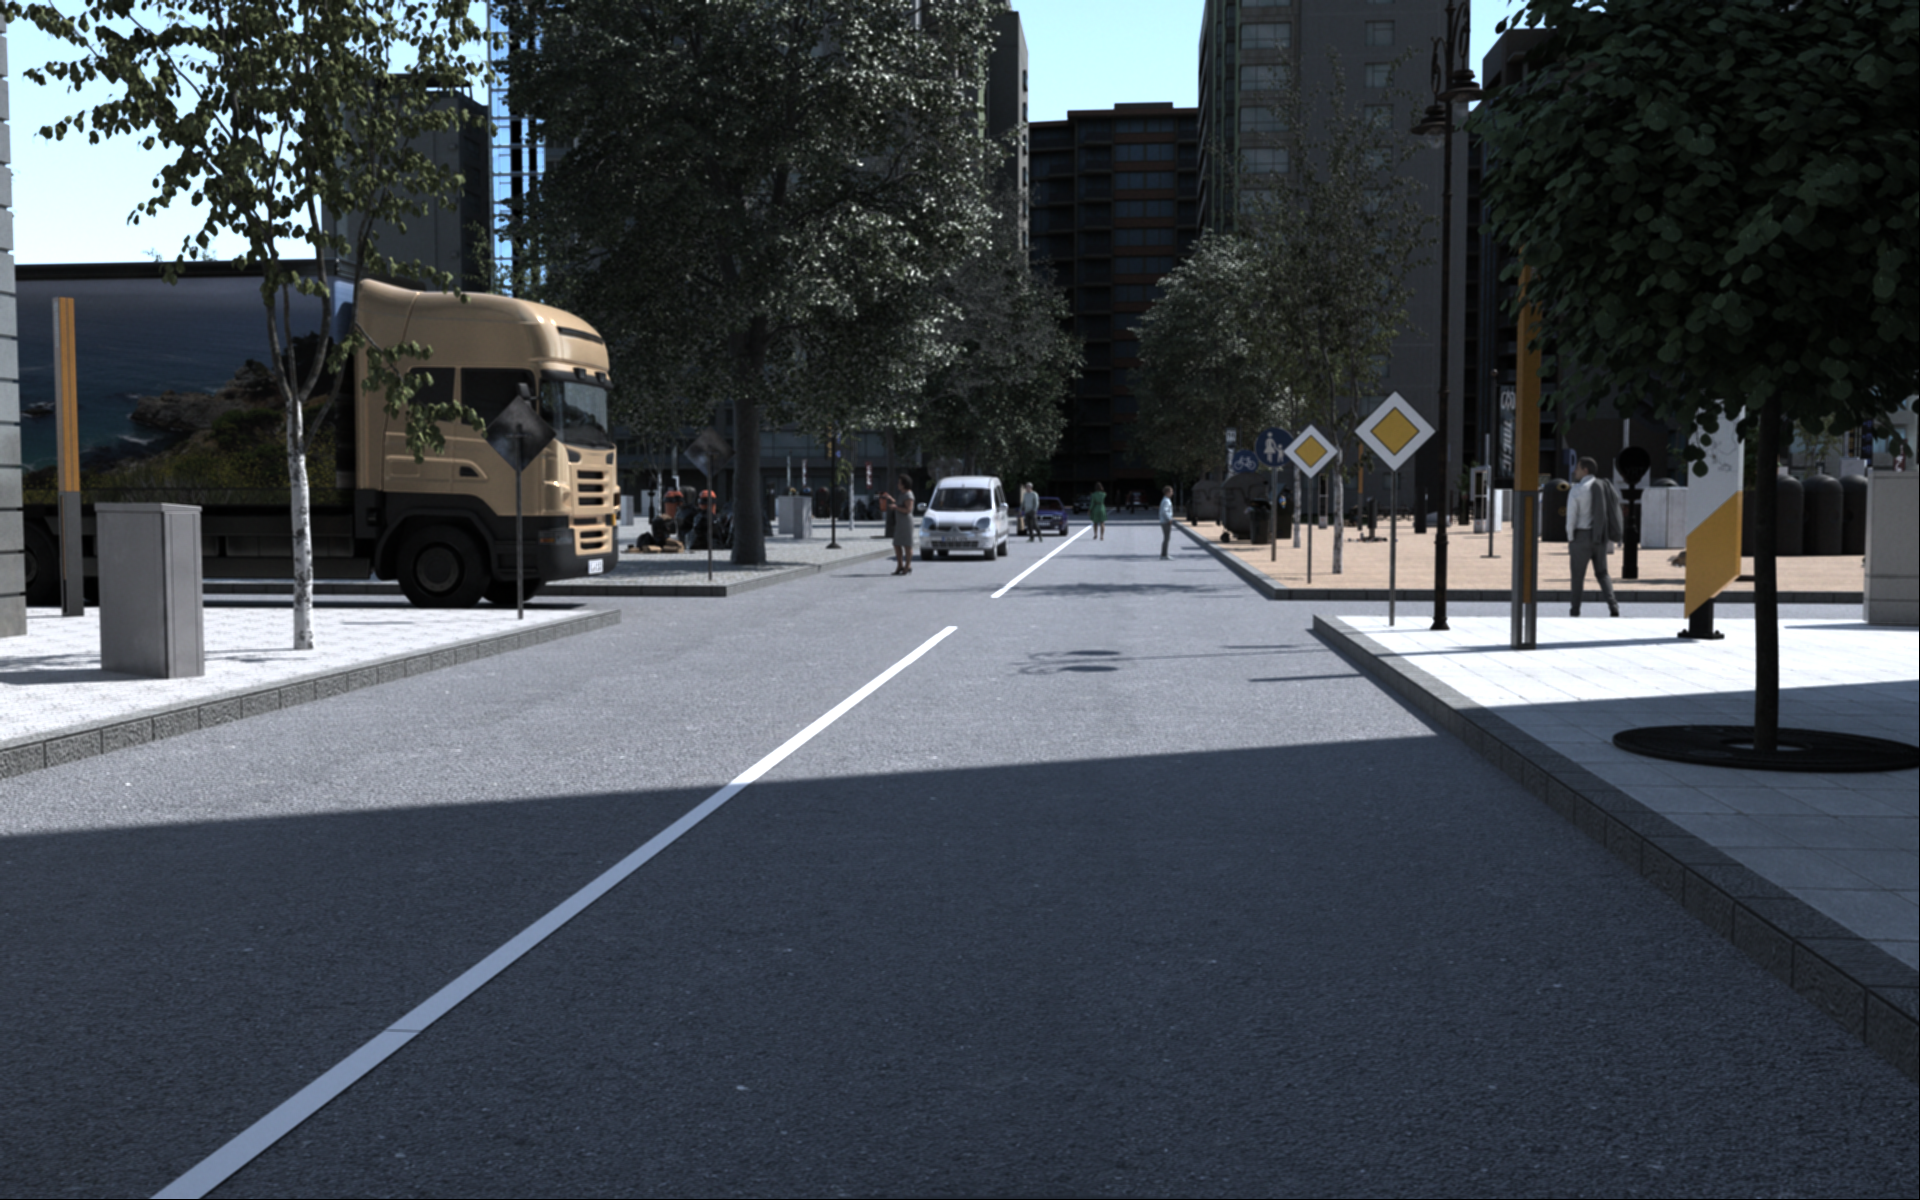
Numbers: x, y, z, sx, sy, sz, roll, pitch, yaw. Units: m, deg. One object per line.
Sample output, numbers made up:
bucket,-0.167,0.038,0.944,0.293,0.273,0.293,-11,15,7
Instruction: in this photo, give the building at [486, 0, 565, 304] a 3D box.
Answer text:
building,-30.982,-52.062,163.886,31.000,86.520,22.319,0,4,6

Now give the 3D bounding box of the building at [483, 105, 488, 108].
building,-54.525,-33.610,199.642,14.200,45.320,14.600,0,4,6

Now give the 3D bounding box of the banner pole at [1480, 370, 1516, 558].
banner pole,10.953,-2.754,35.047,0.863,3.779,0.401,-2,4,-25

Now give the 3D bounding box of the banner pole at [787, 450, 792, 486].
banner pole,-9.696,-6.637,98.529,0.401,3.779,0.863,-1,4,-22

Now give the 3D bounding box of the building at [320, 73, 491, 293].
building,-53.413,-29.846,171.571,14.086,41.232,14.154,0,4,6

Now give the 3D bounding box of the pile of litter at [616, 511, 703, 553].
pile of litter,-6.517,-1.456,37.772,1.719,0.858,1.176,1,4,15

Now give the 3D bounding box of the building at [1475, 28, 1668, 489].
building,56.932,-31.266,161.313,14.200,45.320,14.600,0,4,6

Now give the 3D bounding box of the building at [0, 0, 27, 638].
building,-23.685,-14.281,10.989,29.804,29.767,11.434,0,4,6

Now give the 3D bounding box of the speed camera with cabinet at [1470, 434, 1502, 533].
speed camera with cabinet,17.521,-3.873,57.658,0.660,3.252,2.038,2,4,31

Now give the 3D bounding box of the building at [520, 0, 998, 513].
building,-13.294,-26.665,127.856,32.217,40.220,23.993,0,4,6

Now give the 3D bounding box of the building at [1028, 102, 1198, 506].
building,19.991,-33.154,196.690,28.867,44.769,22.147,0,4,6

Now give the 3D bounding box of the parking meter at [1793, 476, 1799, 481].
parking meter,27.673,-3.176,57.637,0.255,1.863,0.399,-1,4,-9

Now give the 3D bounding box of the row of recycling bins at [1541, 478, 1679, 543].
row of recycling bins,17.363,-2.395,46.270,3.534,1.692,1.069,2,4,29

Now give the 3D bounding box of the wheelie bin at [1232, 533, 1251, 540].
wheelie bin,8.317,-2.630,50.912,0.980,1.594,0.693,-1,4,-11

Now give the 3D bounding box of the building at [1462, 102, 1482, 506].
building,62.983,-32.884,192.283,28.867,44.769,22.147,0,4,6

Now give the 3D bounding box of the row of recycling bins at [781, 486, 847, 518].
row of recycling bins,-7.828,-5.241,92.800,3.534,1.692,1.069,-1,4,-10

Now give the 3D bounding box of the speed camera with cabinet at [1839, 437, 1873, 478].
speed camera with cabinet,22.085,-2.970,42.901,0.660,3.252,2.038,2,4,31

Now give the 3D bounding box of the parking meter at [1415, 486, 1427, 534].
parking meter,15.003,-2.934,56.380,0.372,1.533,0.369,0,3,0

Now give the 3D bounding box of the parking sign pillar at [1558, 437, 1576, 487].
parking sign pillar,26.205,-5.277,74.758,1.447,3.967,1.447,2,4,34

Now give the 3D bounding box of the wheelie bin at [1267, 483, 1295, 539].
wheelie bin,9.187,-2.556,49.698,0.693,1.594,0.980,-1,4,-18

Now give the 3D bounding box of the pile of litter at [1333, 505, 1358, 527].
pile of litter,15.192,-3.295,67.846,1.176,0.858,1.719,2,4,23

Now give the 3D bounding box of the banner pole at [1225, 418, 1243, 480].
banner pole,9.052,-4.103,57.093,0.863,3.779,0.401,-2,4,-30

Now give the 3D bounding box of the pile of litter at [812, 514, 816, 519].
pile of litter,-8.163,-4.685,90.563,1.719,0.858,1.176,-1,4,-22

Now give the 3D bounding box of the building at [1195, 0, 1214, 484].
building,32.816,-32.724,158.745,21.300,48.544,21.600,0,4,6

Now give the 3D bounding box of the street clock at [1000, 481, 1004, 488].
street clock,2.203,-5.456,93.781,0.358,2.002,0.471,-1,4,-11

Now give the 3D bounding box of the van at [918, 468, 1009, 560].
van,0.130,-1.946,38.830,2.013,2.044,4.112,0,4,7

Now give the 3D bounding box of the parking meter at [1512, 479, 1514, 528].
parking meter,20.923,-3.631,65.076,0.255,1.863,0.399,3,4,36

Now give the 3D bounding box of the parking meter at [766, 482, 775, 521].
parking meter,-9.097,-4.740,83.212,0.399,1.863,0.255,-3,5,-40

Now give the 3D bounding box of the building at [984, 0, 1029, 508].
building,-4.692,-33.024,163.636,21.600,48.544,21.300,0,4,6

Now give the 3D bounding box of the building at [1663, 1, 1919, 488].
building,78.630,-32.673,153.812,30.456,49.044,23.786,0,4,6

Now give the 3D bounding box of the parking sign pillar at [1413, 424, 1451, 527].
parking sign pillar,18.337,-4.814,67.177,1.447,3.967,1.447,3,4,39

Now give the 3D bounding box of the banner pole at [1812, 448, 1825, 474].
banner pole,46.061,-6.306,93.127,0.401,3.779,0.863,-3,5,-42

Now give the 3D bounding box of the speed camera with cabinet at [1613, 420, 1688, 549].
speed camera with cabinet,16.372,-2.859,41.076,0.660,3.252,2.038,-1,4,-16

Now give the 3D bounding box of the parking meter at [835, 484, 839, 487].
parking meter,-7.143,-5.728,99.368,0.399,1.863,0.255,-1,4,-11

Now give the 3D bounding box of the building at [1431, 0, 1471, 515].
building,24.911,-26.279,113.257,14.154,41.232,14.086,0,4,6

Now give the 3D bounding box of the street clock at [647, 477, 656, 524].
street clock,-13.024,-4.193,73.122,0.358,2.002,0.471,-2,4,-34

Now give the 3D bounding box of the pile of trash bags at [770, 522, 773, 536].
pile of trash bags,-7.387,-2.577,51.890,3.447,1.369,1.912,-3,5,-44

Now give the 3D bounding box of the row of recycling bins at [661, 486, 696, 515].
row of recycling bins,-13.846,-4.769,85.082,1.069,1.692,3.534,1,4,13

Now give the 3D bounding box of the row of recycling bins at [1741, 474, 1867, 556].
row of recycling bins,17.572,-1.781,36.235,3.534,1.692,1.069,-1,4,-14

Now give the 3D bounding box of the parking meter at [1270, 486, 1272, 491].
parking meter,9.244,-2.584,50.651,0.372,1.533,0.369,0,3,0

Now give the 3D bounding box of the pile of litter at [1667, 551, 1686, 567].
pile of litter,13.206,-1.037,30.917,1.719,0.858,1.176,-3,5,-42

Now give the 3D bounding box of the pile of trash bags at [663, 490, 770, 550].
pile of trash bags,-5.855,-1.930,41.307,1.912,1.369,3.447,-1,4,-16

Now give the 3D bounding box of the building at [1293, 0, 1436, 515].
building,26.133,-27.136,127.265,14.154,41.232,14.086,0,4,6

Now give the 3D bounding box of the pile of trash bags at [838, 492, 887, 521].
pile of trash bags,-4.432,-4.539,83.965,1.912,1.369,3.447,-3,4,-37

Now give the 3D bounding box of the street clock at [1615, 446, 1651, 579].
street clock,10.166,-1.325,26.226,0.471,2.002,0.358,0,4,7

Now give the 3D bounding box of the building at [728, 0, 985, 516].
building,-6.005,-25.957,107.997,14.154,41.232,14.086,0,4,6
